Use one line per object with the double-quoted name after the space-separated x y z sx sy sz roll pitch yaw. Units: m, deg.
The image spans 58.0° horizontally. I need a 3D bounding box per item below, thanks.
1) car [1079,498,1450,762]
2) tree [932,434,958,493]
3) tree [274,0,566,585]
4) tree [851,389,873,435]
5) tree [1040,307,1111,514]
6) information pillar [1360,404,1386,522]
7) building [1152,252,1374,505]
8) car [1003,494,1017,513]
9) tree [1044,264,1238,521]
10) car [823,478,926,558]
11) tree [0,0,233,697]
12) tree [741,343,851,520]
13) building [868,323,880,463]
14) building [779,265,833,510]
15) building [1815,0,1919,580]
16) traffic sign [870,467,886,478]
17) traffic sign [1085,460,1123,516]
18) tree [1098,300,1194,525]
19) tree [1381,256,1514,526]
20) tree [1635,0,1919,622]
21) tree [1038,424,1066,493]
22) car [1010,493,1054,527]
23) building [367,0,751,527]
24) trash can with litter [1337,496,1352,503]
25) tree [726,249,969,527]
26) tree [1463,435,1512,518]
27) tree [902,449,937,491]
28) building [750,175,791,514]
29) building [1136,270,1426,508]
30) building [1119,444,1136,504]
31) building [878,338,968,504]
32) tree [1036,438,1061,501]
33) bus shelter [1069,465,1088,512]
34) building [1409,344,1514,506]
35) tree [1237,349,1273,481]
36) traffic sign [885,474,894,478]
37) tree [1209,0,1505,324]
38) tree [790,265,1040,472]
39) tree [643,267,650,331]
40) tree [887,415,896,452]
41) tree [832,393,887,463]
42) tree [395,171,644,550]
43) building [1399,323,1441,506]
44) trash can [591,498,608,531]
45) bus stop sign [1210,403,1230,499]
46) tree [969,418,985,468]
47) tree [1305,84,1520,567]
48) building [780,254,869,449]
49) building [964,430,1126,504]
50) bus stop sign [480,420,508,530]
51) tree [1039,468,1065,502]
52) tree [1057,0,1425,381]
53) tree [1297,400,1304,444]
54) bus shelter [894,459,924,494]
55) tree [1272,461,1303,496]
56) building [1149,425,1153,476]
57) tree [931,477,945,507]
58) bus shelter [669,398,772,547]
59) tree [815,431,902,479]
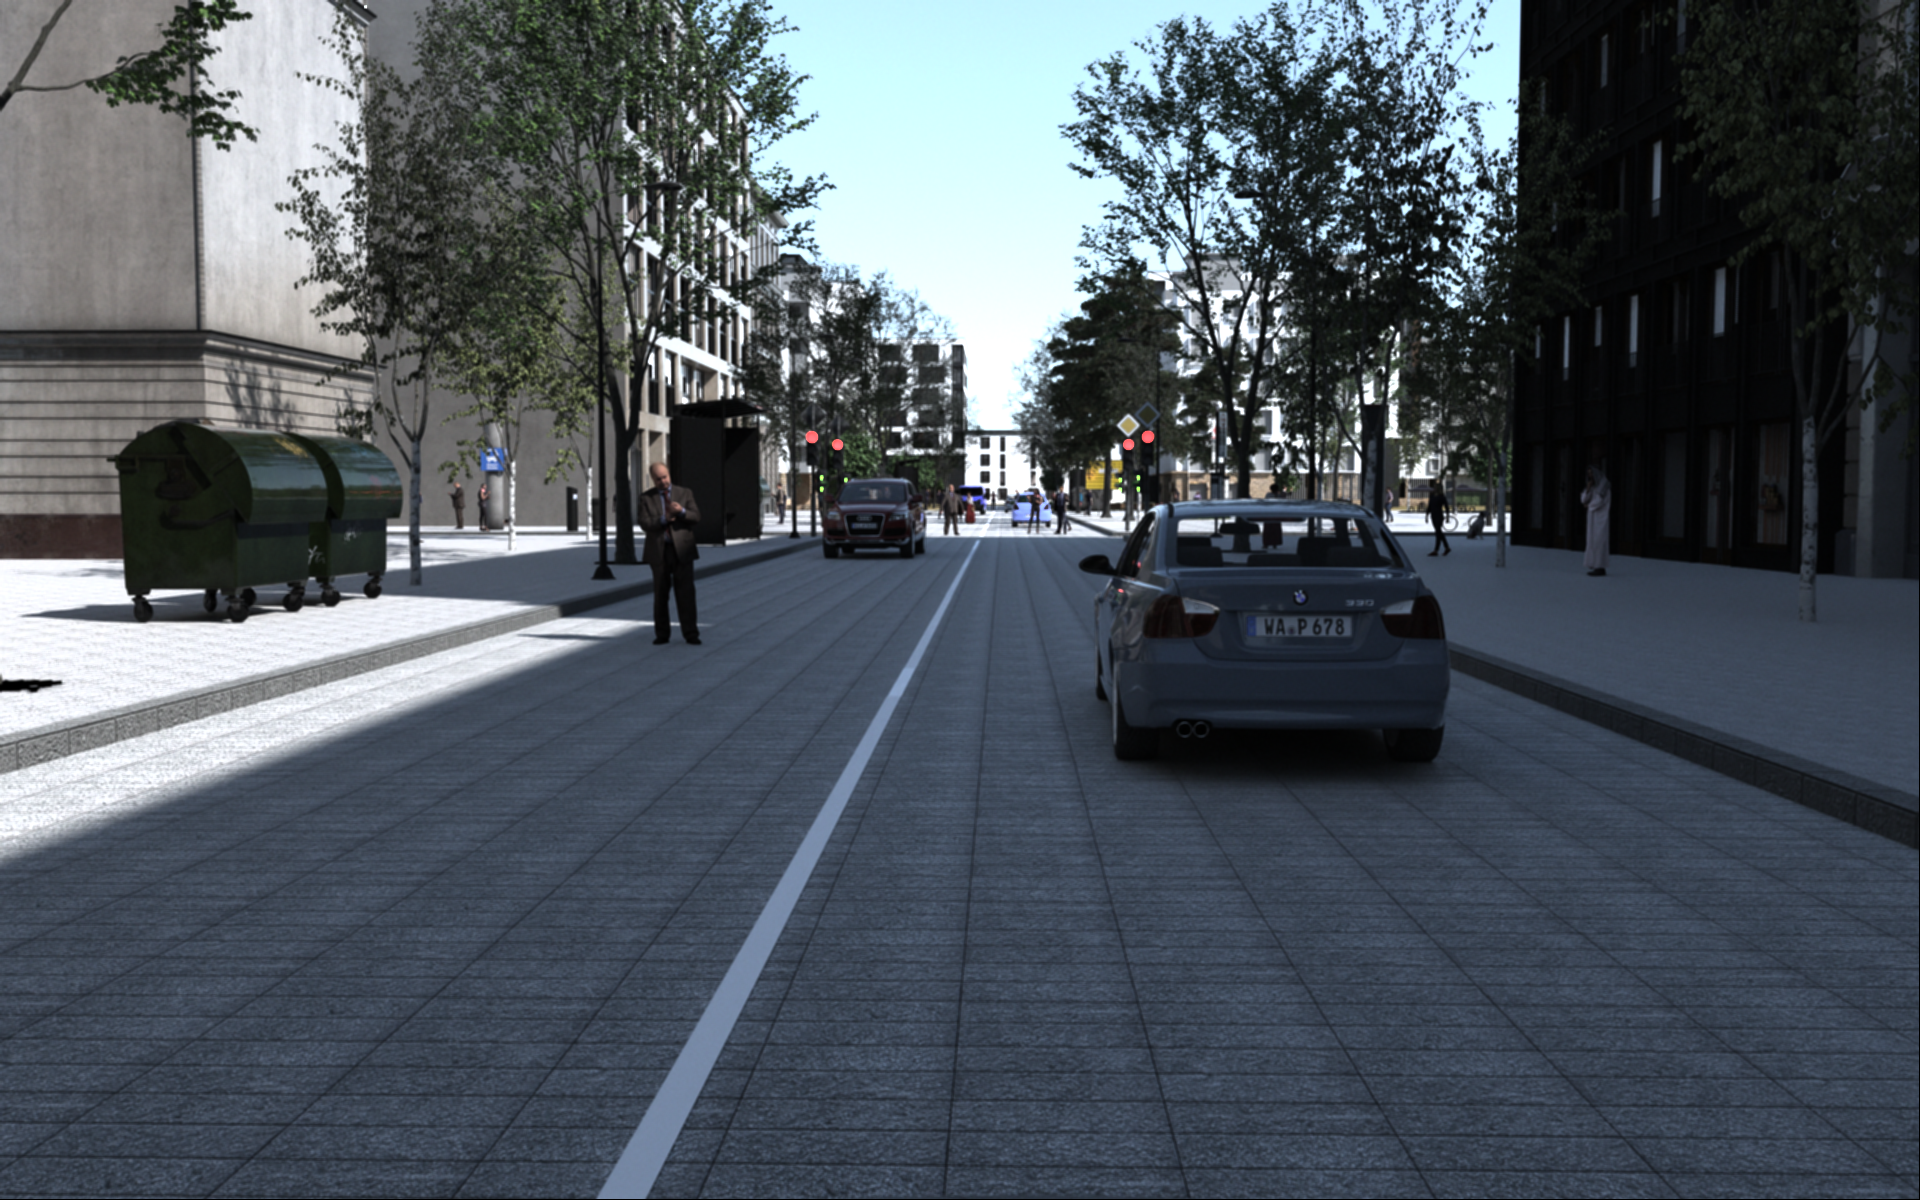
1.747 0.086 10.591 2.014 1.417 4.499 0 4 2 "car"
-1.640 -15.367 201.615 4.360 8.622 3.978 0 3 0 "tree"
-7.722 -4.535 24.503 4.360 8.622 3.978 0 3 0 "tree"
-7.529 -9.628 107.784 4.360 8.622 3.978 0 3 0 "tree"
7.680 -12.406 113.201 12.009 13.543 11.850 0 3 0 "tree"
11.941 -3.713 50.080 0.750 3.857 0.750 1 4 18 "information pillar"
24.484 -17.416 141.169 16.016 20.091 11.380 0 4 1 "building"
4.291 -7.376 132.598 2.014 1.417 4.499 0 4 1 "car"
8.121 -9.781 81.980 6.751 12.117 7.091 0 3 0 "tree"
-1.936 -1.937 40.337 2.281 1.827 5.304 0 4 3 "car"
-6.668 -5.208 10.908 9.928 11.665 9.643 0 3 0 "tree"
-8.289 -8.160 83.773 4.360 8.622 3.978 0 3 0 "tree"
-15.060 -20.759 195.830 11.380 20.091 16.016 0 4 1 "building"
-18.214 -17.431 141.420 16.016 20.091 11.380 0 4 1 "building"
19.802 -14.114 16.673 13.634 28.700 20.117 0 4 1 "building"
-3.831 -4.917 80.491 0.768 2.556 0.104 0 4 4 "traffic sign"
8.571 -6.669 102.912 2.265 3.308 0.079 0 4 3 "traffic sign"
7.124 -7.113 66.666 4.360 8.622 3.978 0 3 0 "tree"
20.834 -8.211 68.666 7.601 10.594 8.767 -3 4 -37 "tree"
8.606 -4.074 16.970 4.737 8.622 4.395 0 3 0 "tree"
8.562 -12.329 151.942 4.360 8.622 3.978 0 3 0 "tree"
3.126 -4.040 75.650 1.945 1.707 3.694 0 4 3 "car"
-22.296 -17.136 84.689 19.350 26.468 34.151 0 4 1 "building"
13.134 -3.033 60.642 2.233 1.210 1.678 2 4 33 "trash can with litter"
-5.398 -8.053 66.081 8.767 10.594 7.601 2 4 28 "tree"
28.482 -6.614 91.856 4.285 4.588 4.351 0 3 0 "tree"
-4.122 -8.690 125.791 4.285 4.588 4.351 0 3 0 "tree"
-17.594 -17.299 111.723 11.050 23.489 19.941 0 4 1 "building"
31.552 -20.224 174.638 27.936 21.610 32.646 0 4 1 "building"
26.241 -20.818 196.797 16.016 20.091 11.380 0 4 1 "building"
-15.439 -24.261 240.638 32.646 21.610 27.936 0 4 1 "building"
10.379 -15.441 202.829 4.737 8.622 4.395 0 3 0 "tree"
8.767 -8.473 129.811 1.731 3.624 6.357 0 4 2 "bus shelter"
67.866 -20.025 193.860 31.486 18.905 16.747 0 4 1 "building"
18.744 -12.371 124.317 6.751 12.117 7.091 0 3 0 "tree"
-4.551 -6.736 110.236 0.768 2.556 0.104 1 4 9 "traffic sign"
5.533 -4.478 23.570 4.360 8.622 3.978 0 3 0 "tree"
-4.246 -11.230 93.978 12.009 13.543 11.850 0 3 0 "tree"
-10.535 -5.969 47.949 4.737 8.622 4.395 0 3 0 "tree"
-6.700 -11.058 131.153 4.737 8.622 4.395 0 3 0 "tree"
-7.954 -10.284 118.511 4.737 8.622 4.395 0 3 0 "tree"
-10.414 -5.451 39.479 4.737 8.622 4.395 0 3 0 "tree"
46.429 -20.642 193.916 11.380 20.091 16.016 0 4 1 "building"
-12.546 -2.952 59.915 0.748 1.137 0.748 0 3 0 "trash can"
7.689 -3.823 51.215 0.416 3.939 0.855 2 4 34 "bus stop sign"
-2.207 -13.462 154.512 8.767 10.594 7.601 -2 4 -27 "tree"
9.319 -4.894 30.384 4.737 8.622 4.395 0 3 0 "tree"
-23.729 -19.583 164.157 27.936 21.610 32.646 0 4 1 "building"
14.668 -17.647 230.681 28.070 9.664 9.099 0 4 1 "building"
-16.600 -4.446 61.711 0.837 3.901 0.837 0 4 -8 "bus stop sign"
10.512 -13.044 196.980 4.285 4.588 4.351 0 3 0 "tree"
6.060 -6.829 37.412 9.928 11.665 9.643 0 3 0 "tree"
23.513 -9.839 111.231 4.737 8.622 4.395 0 3 0 "tree"
-3.439 -7.744 117.891 1.731 3.624 6.357 0 4 1 "bus shelter"
18.763 -6.408 99.379 1.663 3.219 1.824 0 3 0 "tree"
24.832 -18.132 152.875 16.016 20.091 11.380 0 4 1 "building"
-1.997 -11.181 177.402 1.663 3.219 1.824 0 3 0 "tree"
-6.179 -3.310 45.402 1.731 3.624 6.357 0 4 1 "bus shelter"
-5.101 -5.773 78.108 4.285 4.588 4.351 0 3 0 "tree"
